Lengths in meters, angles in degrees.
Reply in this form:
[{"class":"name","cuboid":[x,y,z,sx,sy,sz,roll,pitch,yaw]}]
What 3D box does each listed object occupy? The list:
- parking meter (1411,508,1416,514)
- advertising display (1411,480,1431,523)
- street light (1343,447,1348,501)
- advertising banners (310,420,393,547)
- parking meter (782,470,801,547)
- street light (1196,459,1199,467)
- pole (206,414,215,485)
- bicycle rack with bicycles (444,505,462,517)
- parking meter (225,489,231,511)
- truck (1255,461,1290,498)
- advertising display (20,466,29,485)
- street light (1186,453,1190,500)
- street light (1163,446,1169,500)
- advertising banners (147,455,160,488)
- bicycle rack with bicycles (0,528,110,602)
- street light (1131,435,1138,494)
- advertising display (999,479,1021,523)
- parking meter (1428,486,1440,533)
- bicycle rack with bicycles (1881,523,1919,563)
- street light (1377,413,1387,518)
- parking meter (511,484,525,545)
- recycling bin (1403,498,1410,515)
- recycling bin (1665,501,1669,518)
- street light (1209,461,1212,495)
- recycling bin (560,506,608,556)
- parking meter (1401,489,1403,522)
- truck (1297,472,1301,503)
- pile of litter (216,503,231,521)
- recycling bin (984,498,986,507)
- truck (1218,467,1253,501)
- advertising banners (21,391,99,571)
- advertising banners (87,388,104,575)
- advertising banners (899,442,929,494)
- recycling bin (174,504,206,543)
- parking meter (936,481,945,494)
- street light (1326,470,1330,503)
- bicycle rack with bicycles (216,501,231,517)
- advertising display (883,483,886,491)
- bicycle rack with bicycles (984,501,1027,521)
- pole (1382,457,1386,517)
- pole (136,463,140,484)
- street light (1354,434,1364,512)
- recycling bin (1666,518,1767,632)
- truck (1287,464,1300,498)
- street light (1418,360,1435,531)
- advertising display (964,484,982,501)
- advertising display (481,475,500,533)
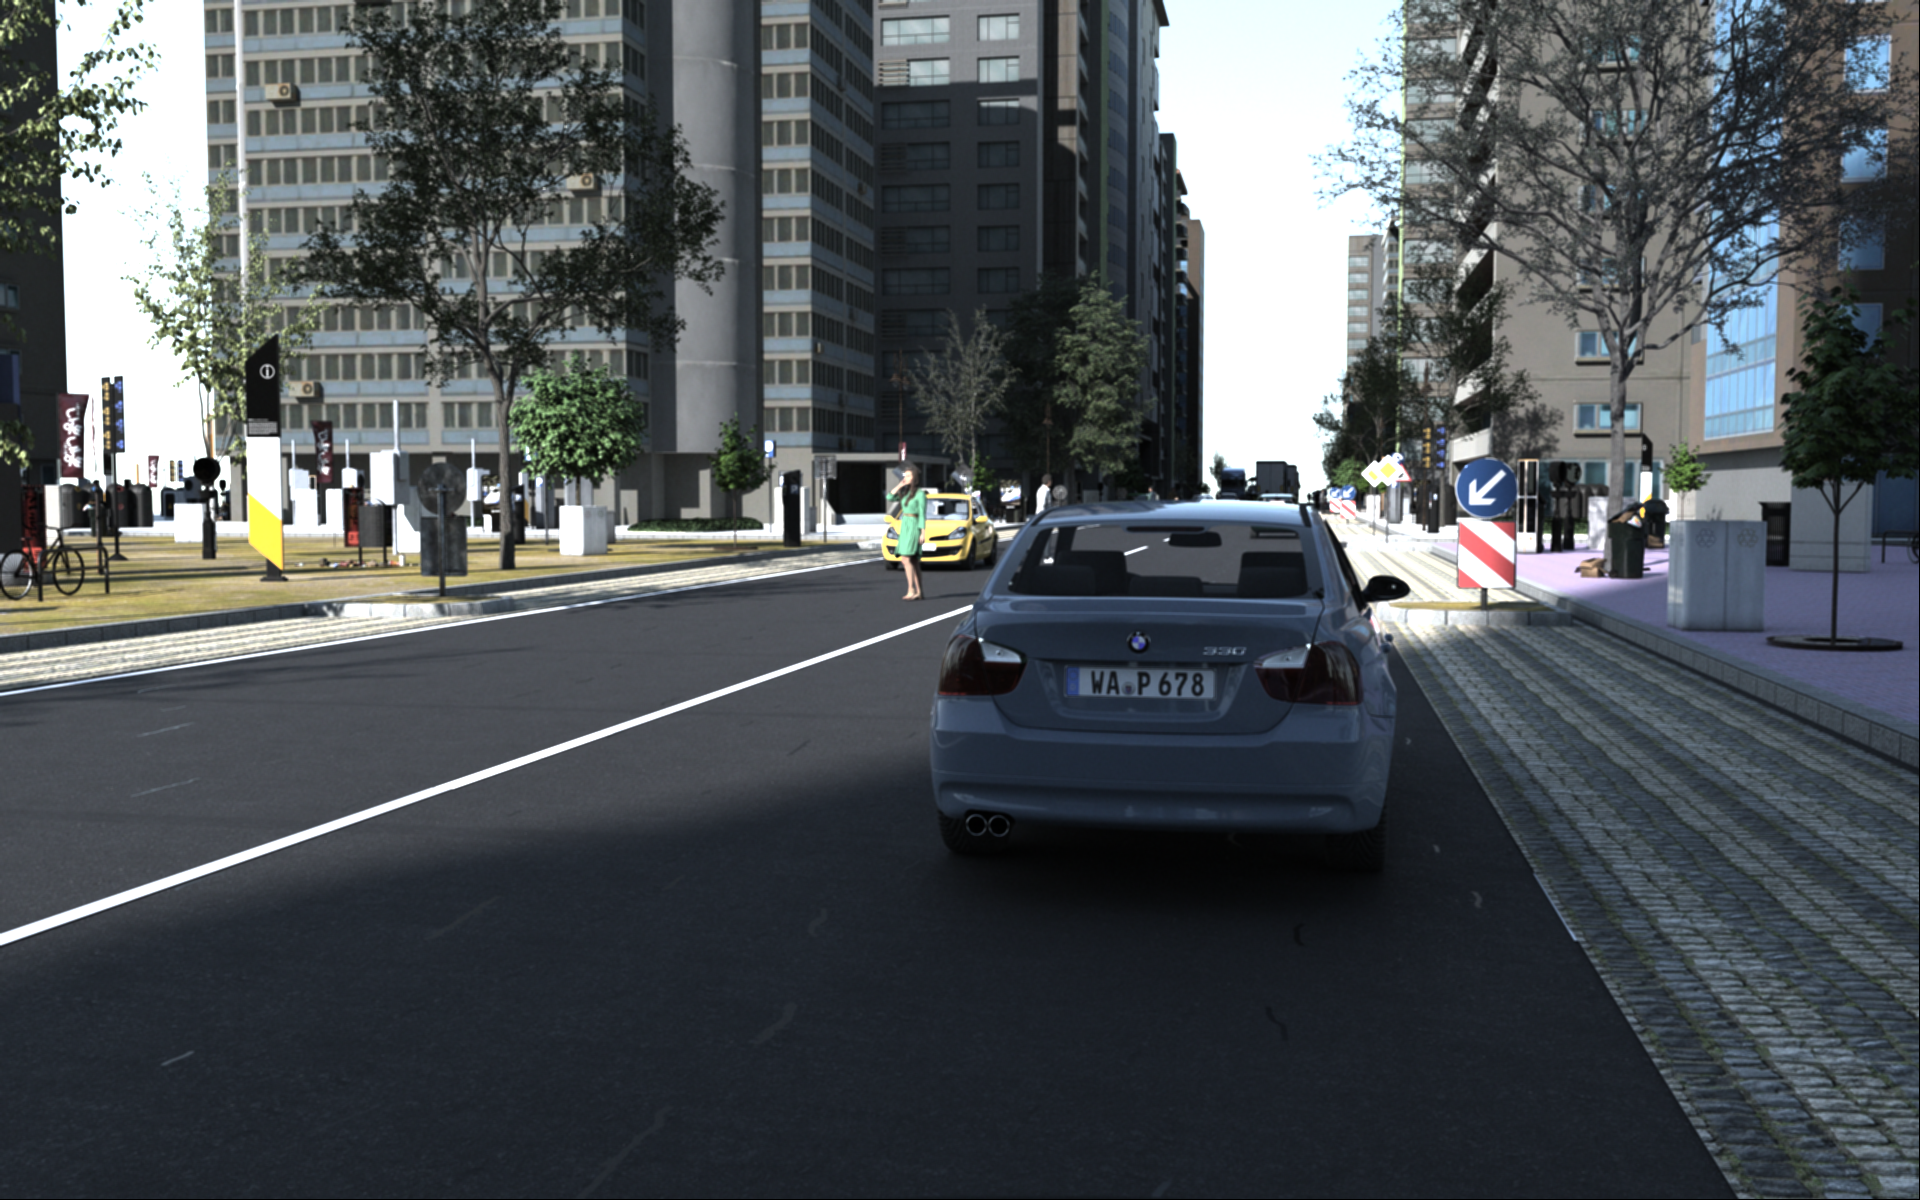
[{"class":"parking meter","cuboid":[29.007,-6.409,110.504,0.255,1.863,0.399,3,5,45]},{"class":"advertising display","cuboid":[20.538,-4.399,77.134,0.974,1.923,0.123,-2,4,-24]},{"class":"street light","cuboid":[37.122,-11.873,166.919,0.468,5.910,1.993,1,4,11]},{"class":"advertising banners","cuboid":[-14.644,-2.795,41.880,2.074,3.025,0.090,-3,5,-41]},{"class":"parking meter","cuboid":[-4.063,-2.204,41.746,0.399,1.863,0.255,-2,4,-31]},{"class":"street light","cuboid":[28.967,-14.615,211.746,0.468,5.910,1.993,1,4,11]},{"class":"pole","cuboid":[-19.070,-3.073,44.093,0.158,3.312,0.155,0,3,0]},{"class":"bicycle rack with bicycles","cuboid":[-17.977,-2.762,58.546,2.852,0.926,2.925,0,4,3]},{"class":"parking meter","cuboid":[-39.673,-5.232,93.956,0.372,1.533,0.369,0,3,0]},{"class":"truck","cuboid":[27.214,-9.906,150.880,2.839,4.237,11.283,1,4,12]},{"class":"advertising display","cuboid":[-17.468,-1.623,31.757,0.123,1.923,0.974,1,4,13]},{"class":"street light","cuboid":[25.756,-13.610,195.314,0.468,5.910,1.993,1,4,11]},{"class":"street light","cuboid":[19.412,-11.659,163.419,0.468,5.910,1.993,1,4,11]},{"class":"advertising banners","cuboid":[-36.491,-4.924,76.698,2.074,3.025,0.090,-3,4,-38]},{"class":"bicycle rack with bicycles","cuboid":[-12.011,-0.485,21.319,2.852,0.926,2.925,0,4,-1]},{"class":"street light","cuboid":[13.210,-9.705,131.460,0.468,5.910,1.993,1,4,11]},{"class":"advertising display","cuboid":[2.186,-4.306,75.625,0.974,1.923,0.123,-1,4,-15]},{"class":"parking meter","cuboid":[15.663,-2.988,57.266,0.372,1.533,0.369,0,3,0]},{"class":"bicycle rack with bicycles","cuboid":[18.316,-1.120,31.693,2.852,0.926,2.925,0,4,-5]},{"class":"street light","cuboid":[22.542,-7.331,92.650,0.468,5.910,1.993,1,4,11]},{"class":"parking meter","cuboid":[-11.270,-2.181,44.072,0.372,1.533,0.369,0,3,0]},{"class":"recycling bin","cuboid":[26.586,-5.616,104.369,0.722,1.027,0.722,-3,4,-36]},{"class":"recycling bin","cuboid":[27.452,-3.300,66.509,0.722,1.027,0.722,-3,5,-42]},{"class":"street light","cuboid":[35.221,-16.567,243.658,0.468,5.910,1.993,1,4,11]},{"class":"recycling bin","cuboid":[-7.879,-1.450,36.257,0.722,1.027,0.722,3,4,38]},{"class":"parking meter","cuboid":[20.539,-4.442,81.044,0.372,1.533,0.369,0,3,0]},{"class":"truck","cuboid":[42.256,-14.271,222.250,2.839,4.237,11.283,1,4,12]},{"class":"pile of litter","cuboid":[-35.105,-4.169,82.126,1.176,0.858,1.719,2,4,31]},{"class":"recycling bin","cuboid":[1.021,-5.380,100.518,0.722,1.027,0.722,-3,5,-41]},{"class":"truck","cuboid":[28.966,-11.689,180.876,2.967,4.110,18.799,1,4,12]},{"class":"advertising banners","cuboid":[-15.867,-2.035,29.453,2.074,3.025,0.090,-3,5,-41]},{"class":"advertising banners","cuboid":[-14.007,-1.952,28.099,0.090,3.025,2.074,-2,4,-28]},{"class":"advertising banners","cuboid":[-1.542,-3.747,57.453,0.090,3.025,2.074,-2,4,-29]},{"class":"recycling bin","cuboid":[-20.211,-2.016,45.520,0.722,1.027,0.722,-1,4,-19]},{"class":"parking meter","cuboid":[-0.896,-4.468,78.766,0.399,1.863,0.255,1,4,18]},{"class":"street light","cuboid":[59.689,-18.895,281.720,0.468,5.910,1.993,1,4,11]},{"class":"bicycle rack with bicycles","cuboid":[-39.331,-4.782,91.572,2.925,0.926,2.852,-2,4,-25]},{"class":"advertising display","cuboid":[-4.190,-5.921,102.024,0.974,1.923,0.123,0,4,4]},{"class":"bicycle rack with bicycles","cuboid":[1.751,-4.327,84.126,2.925,0.926,2.852,-2,4,-29]},{"class":"pole","cuboid":[23.208,-6.179,94.873,0.158,3.312,0.155,0,3,0]},{"class":"pole","cuboid":[-54.292,-7.373,114.385,0.158,3.312,0.155,0,3,0]},{"class":"street light","cuboid":[28.814,-9.292,124.716,0.468,5.910,1.993,1,4,11]},{"class":"recycling bin","cuboid":[7.192,-0.240,16.479,0.722,1.027,0.722,1,4,10]},{"class":"truck","cuboid":[31.724,-11.054,169.639,2.839,4.237,11.283,1,4,12]},{"class":"street light","cuboid":[16.100,-5.329,59.914,0.468,5.910,1.993,1,4,11]},{"class":"advertising display","cuboid":[0.572,-4.286,75.287,0.974,1.923,0.123,3,5,44]},{"class":"advertising display","cuboid":[-15.436,-3.209,57.682,0.974,1.923,0.123,-1,4,-23]}]
